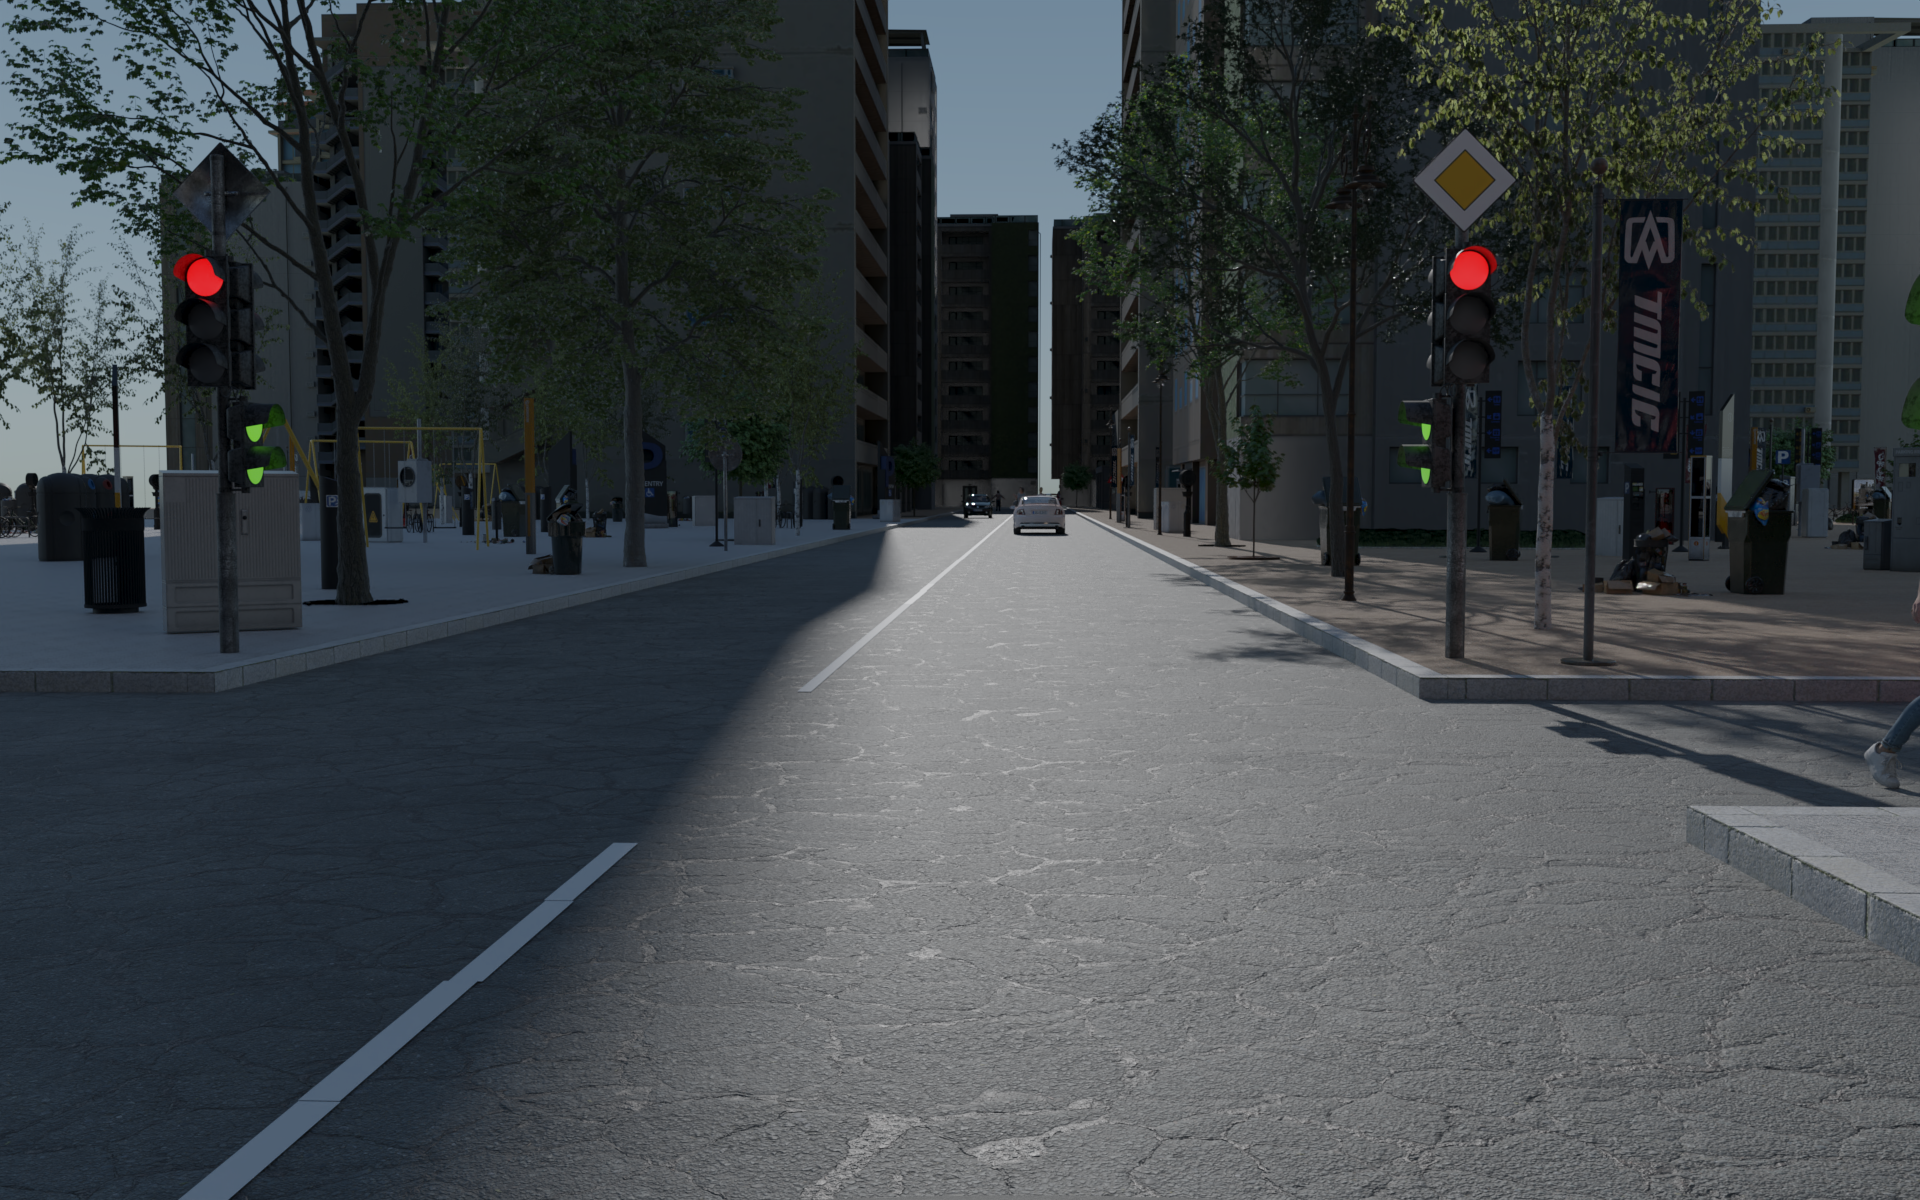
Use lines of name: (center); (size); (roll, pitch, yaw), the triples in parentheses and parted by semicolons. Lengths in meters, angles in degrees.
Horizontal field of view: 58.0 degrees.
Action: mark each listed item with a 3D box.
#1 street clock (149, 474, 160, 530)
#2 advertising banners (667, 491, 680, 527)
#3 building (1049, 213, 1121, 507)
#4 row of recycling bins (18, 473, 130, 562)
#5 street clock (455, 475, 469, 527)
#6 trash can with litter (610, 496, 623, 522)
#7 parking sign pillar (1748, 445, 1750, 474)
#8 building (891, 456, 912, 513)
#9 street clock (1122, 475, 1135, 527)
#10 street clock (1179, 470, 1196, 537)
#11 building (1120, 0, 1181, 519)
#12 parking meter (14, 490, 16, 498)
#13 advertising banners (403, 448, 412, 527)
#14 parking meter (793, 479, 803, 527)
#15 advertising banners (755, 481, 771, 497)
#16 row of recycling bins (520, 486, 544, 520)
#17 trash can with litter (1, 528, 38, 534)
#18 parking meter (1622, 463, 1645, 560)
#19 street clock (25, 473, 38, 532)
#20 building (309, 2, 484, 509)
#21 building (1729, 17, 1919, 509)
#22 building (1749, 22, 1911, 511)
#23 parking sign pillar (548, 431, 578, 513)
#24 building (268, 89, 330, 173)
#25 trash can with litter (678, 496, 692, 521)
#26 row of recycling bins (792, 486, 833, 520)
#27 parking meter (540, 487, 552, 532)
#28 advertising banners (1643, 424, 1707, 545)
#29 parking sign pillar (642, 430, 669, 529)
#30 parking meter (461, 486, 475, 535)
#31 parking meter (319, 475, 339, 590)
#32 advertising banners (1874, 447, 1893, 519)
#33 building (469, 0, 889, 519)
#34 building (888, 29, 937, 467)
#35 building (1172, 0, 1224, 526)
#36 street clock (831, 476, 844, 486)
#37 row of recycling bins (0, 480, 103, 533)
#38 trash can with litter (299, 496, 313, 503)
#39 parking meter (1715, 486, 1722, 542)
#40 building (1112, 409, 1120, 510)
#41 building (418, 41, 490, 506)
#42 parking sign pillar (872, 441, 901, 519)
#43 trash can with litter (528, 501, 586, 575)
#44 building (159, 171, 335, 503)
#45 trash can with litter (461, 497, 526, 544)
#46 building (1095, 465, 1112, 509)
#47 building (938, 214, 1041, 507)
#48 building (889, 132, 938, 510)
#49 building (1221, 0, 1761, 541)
street clock: (-28.884, -3.531, 62.297); (0.358, 2.002, 0.471); (2, 4, 34)
advertising banners: (-11.805, -4.343, 67.200); (2.074, 3.025, 0.090); (1, 4, 21)
building: (16.467, -25.016, 180.708); (14.107, 30.474, 14.160); (0, 4, 3)
row of recycling bins: (-17.489, -1.678, 34.546); (1.069, 1.692, 3.534); (-1, 4, -9)
street clock: (-19.330, -3.833, 67.241); (0.471, 2.002, 0.358); (0, 4, 5)
trash can with litter: (-15.900, -4.197, 80.013); (0.624, 1.170, 1.055); (-1, 4, -17)
parking sign pillar: (35.126, -5.454, 77.646); (1.447, 3.967, 1.447); (0, 4, -4)
building: (-13.926, -41.698, 120.014); (20.563, 71.187, 20.611); (0, 4, 3)
street clock: (6.543, -3.840, 67.362); (0.471, 2.002, 0.358); (0, 4, 8)
street clock: (6.822, -2.899, 51.970); (0.471, 2.002, 0.358); (-1, 4, -14)
building: (20.374, -29.045, 98.593); (21.300, 48.544, 21.600); (0, 4, 3)
parking meter: (-47.181, -4.795, 86.810); (0.372, 1.533, 0.369); (0, 3, 0)
advertising banners: (-20.847, -4.196, 64.788); (0.090, 3.025, 2.074); (0, 4, 6)
parking meter: (-6.372, -3.809, 67.988); (0.255, 1.863, 0.399); (-2, 4, -32)
advertising banners: (-9.649, -5.450, 85.299); (0.090, 3.025, 2.074); (1, 4, 16)
row of recycling bins: (-21.431, -4.854, 86.470); (1.069, 1.692, 3.534); (0, 4, 7)
trash can with litter: (-30.438, -2.744, 55.928); (2.233, 1.210, 1.678); (0, 4, 7)
parking meter: (12.690, -1.647, 32.635); (0.255, 1.863, 0.399); (0, 4, -1)
street clock: (-31.542, -3.323, 58.904); (0.358, 2.002, 0.471); (0, 4, -4)
building: (-48.751, -30.997, 156.912); (14.200, 45.320, 14.600); (0, 4, 3)
building: (78.276, -28.676, 152.441); (14.086, 41.232, 14.154); (0, 4, 3)
building: (58.533, -27.629, 143.621); (23.993, 40.220, 32.217); (0, 4, 3)
parking sign pillar: (-17.098, -5.264, 74.534); (1.447, 3.967, 1.447); (2, 4, 32)
building: (-58.805, -32.600, 187.636); (28.867, 44.769, 22.147); (0, 4, 3)
trash can with litter: (-12.704, -4.352, 82.218); (2.233, 1.210, 1.678); (2, 4, 30)
row of recycling bins: (-7.201, -4.915, 87.476); (3.534, 1.692, 1.069); (3, 5, 44)
parking meter: (-13.916, -3.047, 58.227); (0.372, 1.533, 0.369); (0, 3, 0)
advertising banners: (17.847, -2.917, 43.880); (0.090, 3.025, 2.074); (-3, 5, -45)
parking sign pillar: (-11.677, -4.678, 64.962); (1.447, 3.967, 1.447); (-1, 4, -17)
parking meter: (-15.349, -2.790, 54.035); (0.372, 1.533, 0.369); (0, 3, 0)
parking meter: (-8.446, -0.917, 23.399); (0.372, 1.533, 0.369); (0, 3, 0)
advertising banners: (34.545, -4.131, 63.724); (0.090, 3.025, 2.074); (-2, 4, -28)
building: (-15.633, -29.113, 99.695); (21.300, 48.544, 21.600); (0, 4, 3)
building: (-9.155, -28.889, 155.926); (14.086, 41.232, 14.154); (0, 4, 3)
building: (16.885, -26.008, 75.344); (14.600, 45.320, 14.200); (0, 4, 3)
street clock: (-4.809, -3.872, 67.869); (0.471, 2.002, 0.358); (-2, 4, -25)
row of recycling bins: (-32.883, -3.365, 62.123); (3.534, 1.692, 1.069); (-1, 4, -21)
trash can with litter: (-26.285, -3.511, 68.467); (2.233, 1.210, 1.678); (-3, 5, -43)
parking meter: (20.400, -2.318, 46.310); (0.372, 1.533, 0.369); (0, 3, 0)
building: (22.938, -49.611, 123.811); (22.319, 86.520, 31.000); (0, 4, 3)
building: (-28.913, -27.889, 147.869); (23.993, 40.220, 32.217); (0, 4, 3)
parking sign pillar: (-3.773, -6.134, 88.755); (1.447, 3.967, 1.447); (1, 4, 21)
trash can with litter: (-6.485, -0.996, 27.669); (1.055, 1.170, 0.624); (2, 4, 33)
building: (-62.862, -23.666, 158.644); (14.107, 30.474, 14.160); (0, 4, 3)
trash can with litter: (-12.247, -2.097, 45.338); (1.678, 1.210, 2.233); (-1, 4, -14)
building: (22.519, -43.537, 150.080); (20.563, 71.187, 20.611); (0, 4, 3)
building: (1.364, -25.062, 181.470); (14.107, 30.474, 14.160); (0, 4, 3)
building: (-9.412, -22.428, 138.400); (14.160, 30.474, 14.107); (0, 4, 3)
building: (15.088, -22.620, 53.426); (14.154, 41.232, 14.086); (0, 4, 3)
